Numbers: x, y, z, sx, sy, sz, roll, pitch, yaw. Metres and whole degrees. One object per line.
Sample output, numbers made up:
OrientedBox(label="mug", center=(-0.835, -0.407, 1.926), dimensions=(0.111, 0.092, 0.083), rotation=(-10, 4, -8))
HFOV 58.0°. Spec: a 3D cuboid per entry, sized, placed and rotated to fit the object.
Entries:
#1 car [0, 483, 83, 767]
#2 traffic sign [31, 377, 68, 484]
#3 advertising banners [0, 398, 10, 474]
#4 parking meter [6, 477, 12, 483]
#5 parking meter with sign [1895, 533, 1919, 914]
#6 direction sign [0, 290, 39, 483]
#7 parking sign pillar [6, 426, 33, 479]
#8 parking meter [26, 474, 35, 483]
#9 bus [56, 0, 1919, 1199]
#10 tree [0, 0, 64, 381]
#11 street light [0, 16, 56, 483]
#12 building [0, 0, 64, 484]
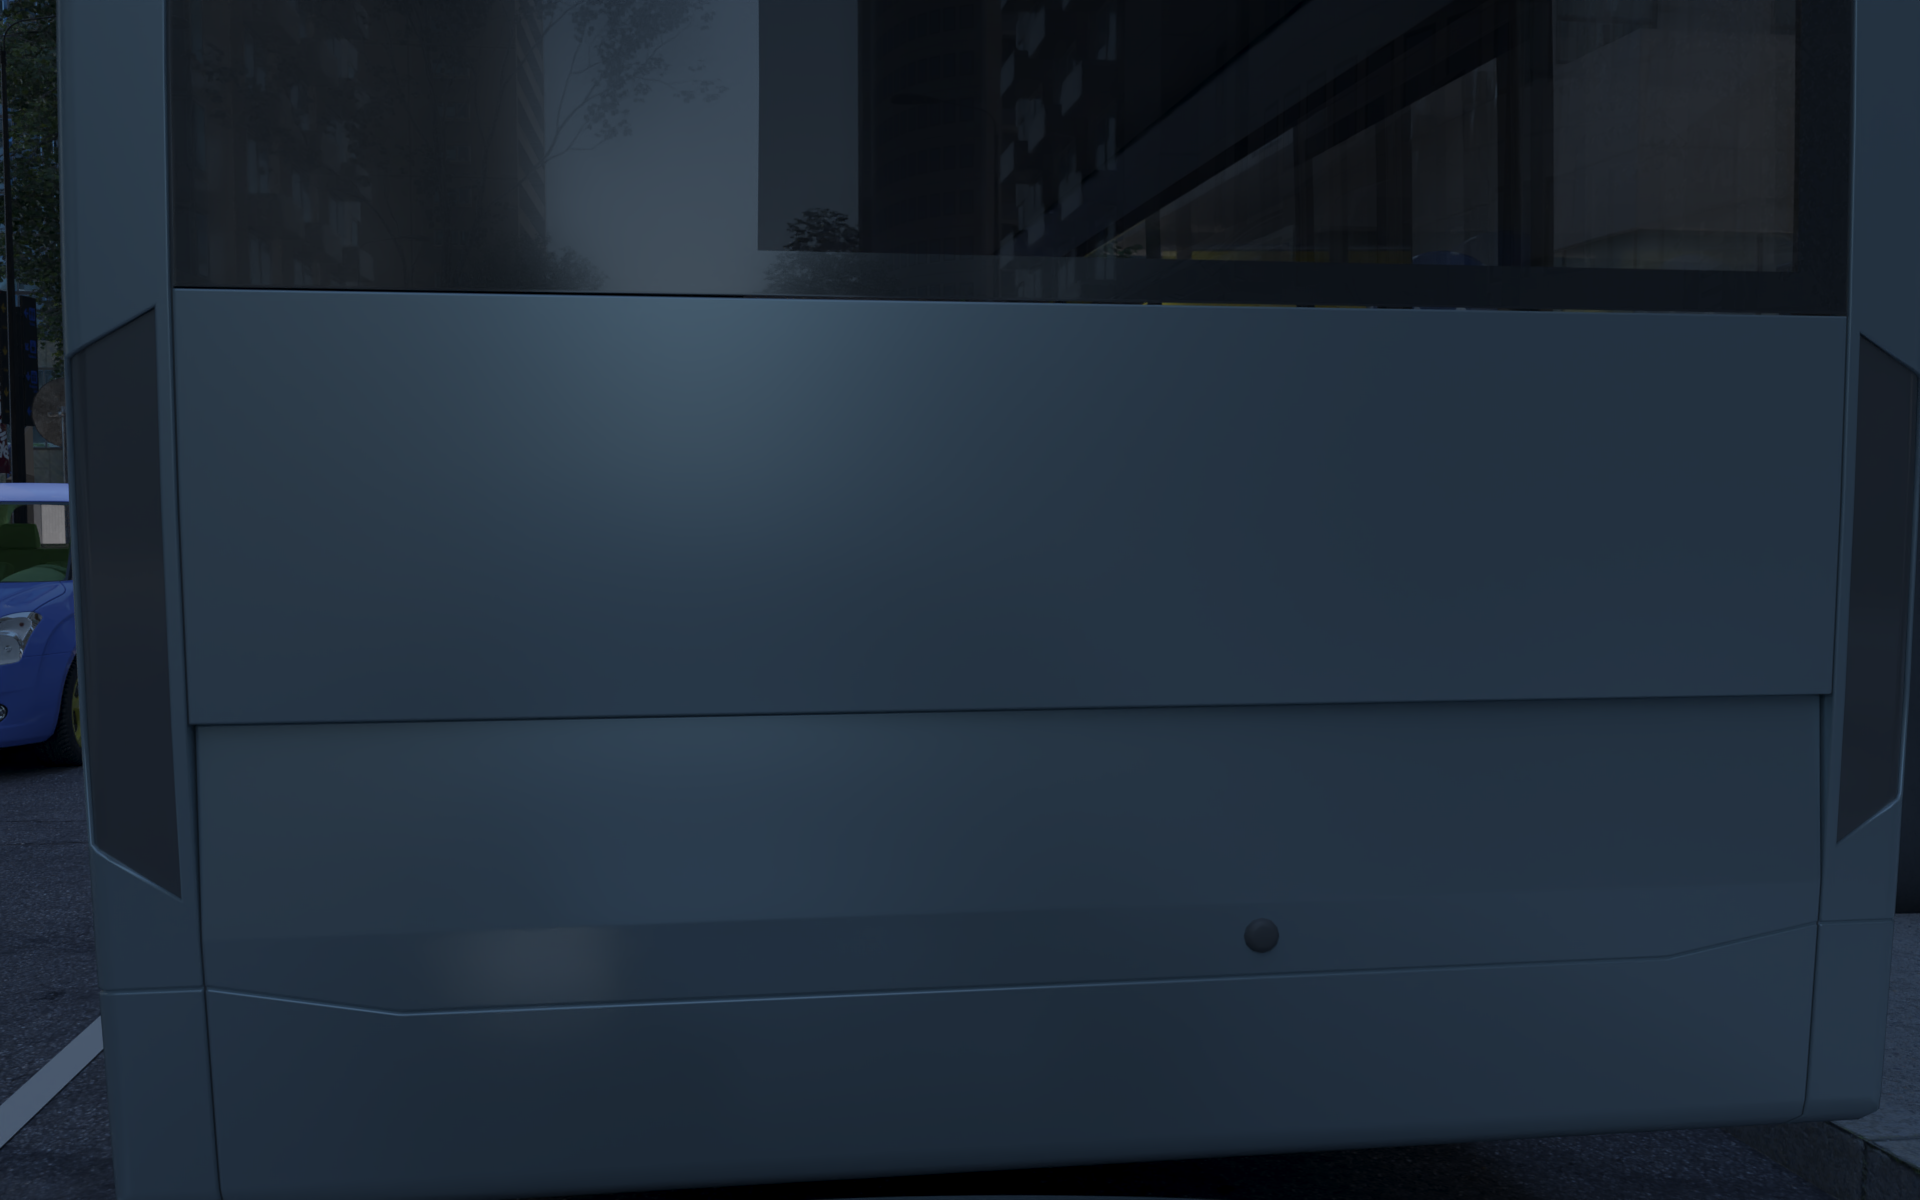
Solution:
OrientedBox(label="car", center=(-5.592, -0.032, 10.109), dimensions=(1.945, 1.707, 3.694), rotation=(-1, 4, -8))
OrientedBox(label="traffic sign", center=(-9.732, -1.149, 18.894), dimensions=(0.768, 2.556, 0.104), rotation=(0, 4, -2))
OrientedBox(label="advertising banners", center=(-12.598, -1.586, 22.124), dimensions=(0.090, 3.025, 2.074), rotation=(0, 4, -2))
OrientedBox(label="parking meter", center=(-31.453, -3.168, 57.505), dimensions=(0.255, 1.863, 0.399), rotation=(0, 4, -6))
OrientedBox(label="parking meter with sign", center=(2.986, -0.568, 5.547), dimensions=(0.543, 3.016, 1.738), rotation=(0, 4, -2))
OrientedBox(label="direction sign", center=(-10.675, -1.695, 19.709), dimensions=(0.379, 3.537, 0.876), rotation=(0, 4, -4))
OrientedBox(label="parking sign pillar", center=(-35.587, -4.715, 65.569), dimensions=(1.447, 3.967, 1.447), rotation=(0, 4, -1))
OrientedBox(label="parking meter", center=(-24.877, -2.477, 46.212), dimensions=(0.399, 1.863, 0.255), rotation=(-3, 5, -41))
OrientedBox(label="bus", center=(-0.838, -0.856, 8.863), dimensions=(2.948, 3.499, 13.247), rotation=(-1, 4, -9))
OrientedBox(label="tree", center=(-12.386, -7.540, 29.941), dimensions=(9.857, 13.997, 8.962), rotation=(0, 3, 0))
OrientedBox(label="street light", center=(-8.513, -2.695, 16.605), dimensions=(1.470, 5.913, 1.316), rotation=(-1, 4, -9))
OrientedBox(label="building", center=(-37.358, -47.216, 84.655), dimensions=(22.319, 86.520, 31.000), rotation=(-1, 4, -9))
